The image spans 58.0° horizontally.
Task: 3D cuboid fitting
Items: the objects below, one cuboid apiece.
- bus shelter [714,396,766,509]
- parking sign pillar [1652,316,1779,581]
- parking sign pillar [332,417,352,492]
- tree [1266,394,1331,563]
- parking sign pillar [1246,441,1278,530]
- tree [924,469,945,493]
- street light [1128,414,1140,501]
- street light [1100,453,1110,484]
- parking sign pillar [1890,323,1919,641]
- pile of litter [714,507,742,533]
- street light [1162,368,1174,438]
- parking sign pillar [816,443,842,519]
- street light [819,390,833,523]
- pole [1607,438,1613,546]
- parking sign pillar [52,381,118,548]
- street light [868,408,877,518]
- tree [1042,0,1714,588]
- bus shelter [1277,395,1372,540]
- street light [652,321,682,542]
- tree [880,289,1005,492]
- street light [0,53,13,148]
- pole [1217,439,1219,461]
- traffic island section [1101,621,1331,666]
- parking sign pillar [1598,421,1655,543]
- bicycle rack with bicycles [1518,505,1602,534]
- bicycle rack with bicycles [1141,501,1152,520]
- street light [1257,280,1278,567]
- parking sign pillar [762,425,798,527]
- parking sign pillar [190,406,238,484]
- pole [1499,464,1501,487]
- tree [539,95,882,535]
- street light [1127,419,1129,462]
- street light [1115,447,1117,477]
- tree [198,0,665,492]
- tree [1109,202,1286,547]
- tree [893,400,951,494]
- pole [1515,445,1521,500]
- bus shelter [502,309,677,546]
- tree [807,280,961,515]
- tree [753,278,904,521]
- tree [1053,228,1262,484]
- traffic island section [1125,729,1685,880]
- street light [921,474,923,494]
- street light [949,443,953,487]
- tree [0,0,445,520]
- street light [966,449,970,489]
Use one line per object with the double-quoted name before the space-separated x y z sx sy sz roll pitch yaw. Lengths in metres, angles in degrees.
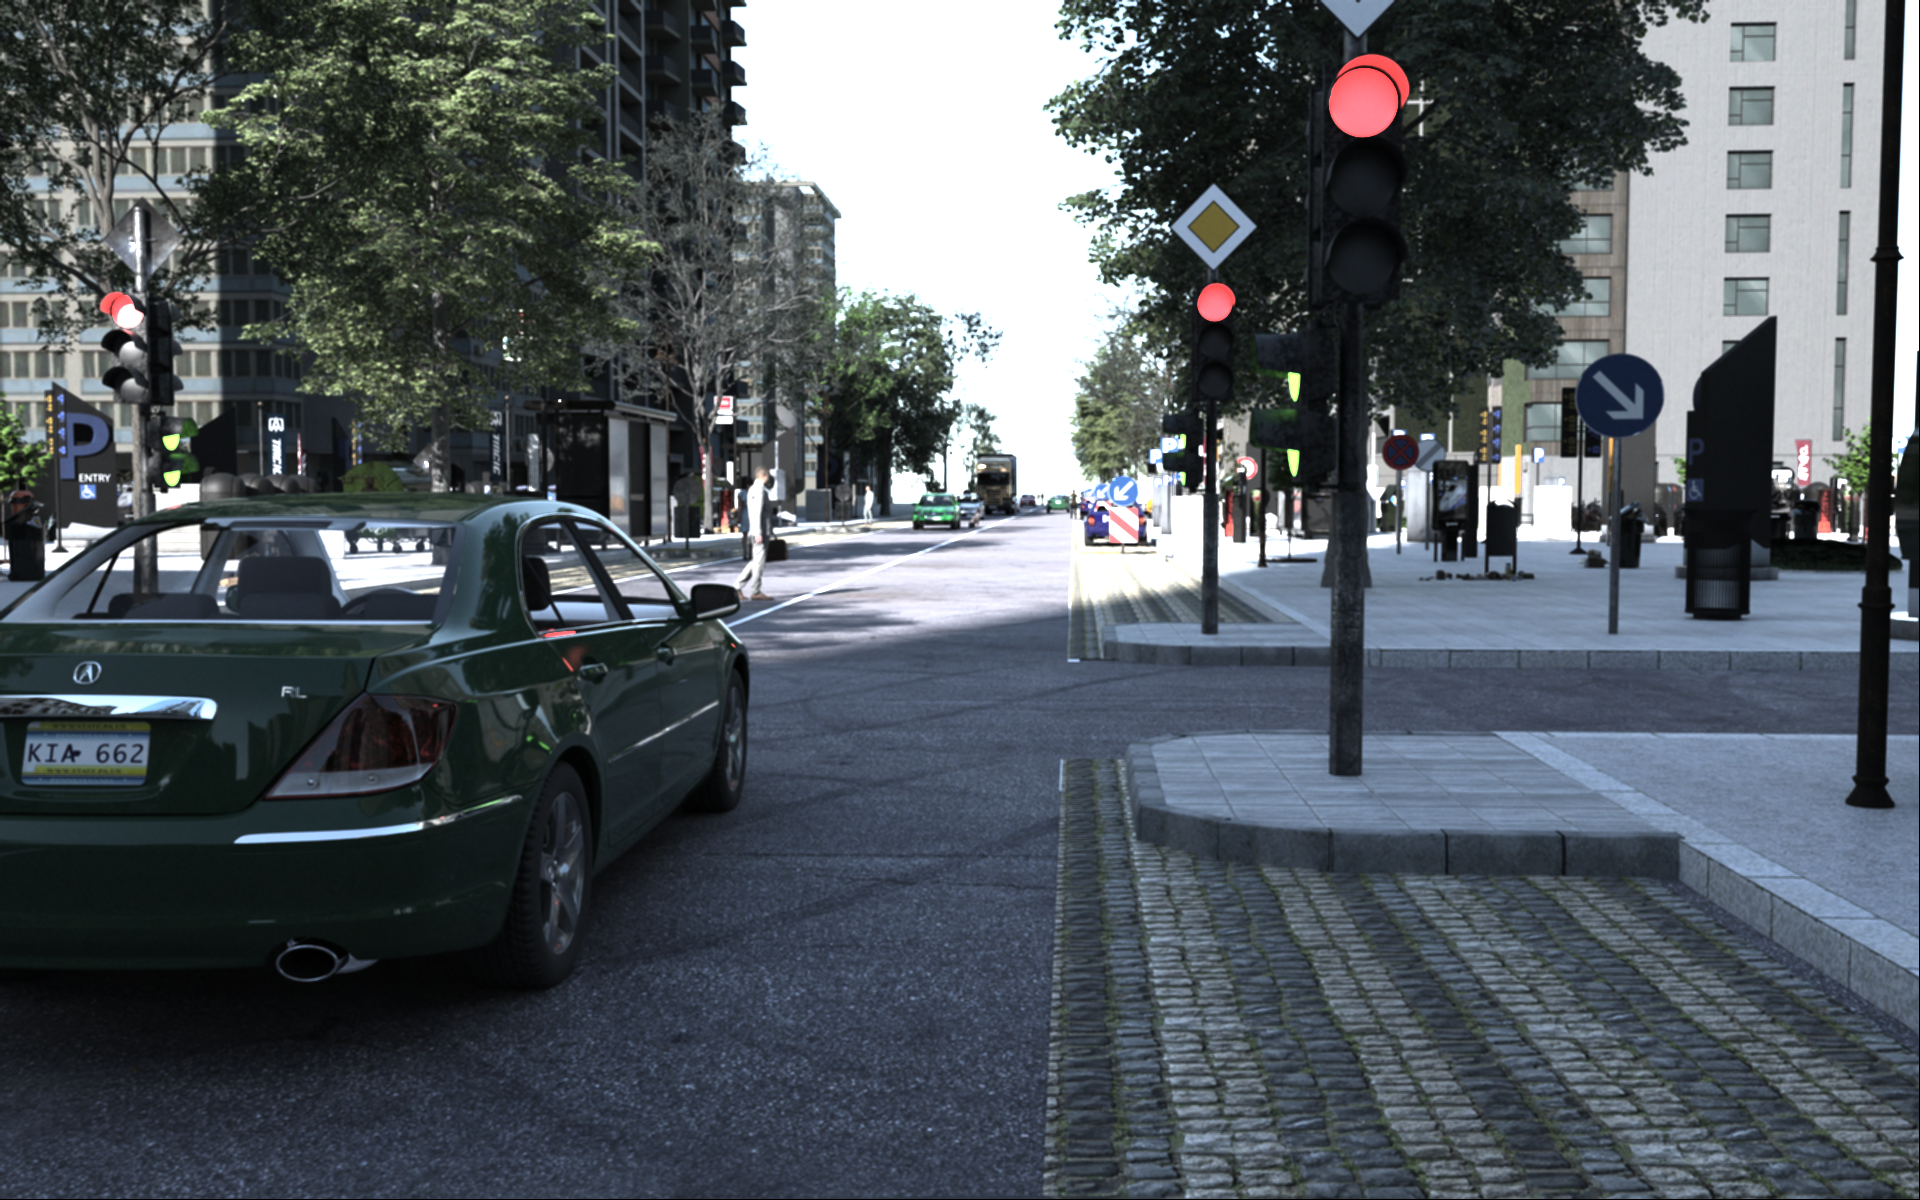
"bus shelter" -8.786 -5.861 73.464 2.179 5.291 8.768 0 4 4
"parking sign pillar" 11.659 -2.310 26.235 1.447 3.967 1.447 -1 4 -20
"parking sign pillar" -21.760 -4.463 61.435 1.447 3.967 1.447 0 4 4
"tree" 6.180 -2.331 32.714 1.663 3.219 1.824 0 3 0
"parking sign pillar" 10.866 -4.482 61.746 1.447 3.967 1.447 2 4 23
"tree" -2.151 -8.444 132.660 1.663 3.219 1.824 0 3 0
"street light" 9.192 -7.187 90.295 0.468 5.910 1.993 0 4 4
"street light" 15.926 -13.287 190.036 0.468 5.910 1.993 0 4 4
"parking sign pillar" 8.959 -1.644 15.352 1.447 3.967 1.447 -3 4 -38
"pile of litter" -7.751 -2.659 57.440 1.176 0.858 1.719 0 4 -8
"street light" 7.215 -5.327 59.882 0.468 5.910 1.993 0 4 4
"parking sign pillar" -6.870 -6.264 90.892 1.447 3.967 1.447 1 4 9
"street light" -5.851 -6.316 76.046 0.468 5.910 1.993 0 4 4
"pole" 16.037 -2.983 42.613 0.158 3.312 0.155 0 3 0
"parking sign pillar" -21.114 -3.263 41.819 1.447 3.967 1.447 -2 4 -34
"street light" -4.763 -7.365 93.208 0.468 5.910 1.993 0 4 4
"tree" 5.307 -7.154 23.622 9.857 13.997 8.962 0 3 0
"bus shelter" 10.715 -4.586 52.612 2.179 5.291 8.768 0 4 4
"street light" -7.819 -4.501 46.385 0.468 5.910 1.993 0 4 4
"tree" -2.530 -18.640 160.658 12.611 20.169 13.585 0 3 0
"street light" -9.836 -2.693 16.819 0.468 5.910 1.993 0 4 4
"pole" 9.550 -4.336 64.742 0.158 3.312 0.155 0 3 0
"traffic island section" 2.314 0.390 15.904 2.009 0.180 2.903 0 4 4
"parking sign pillar" 17.798 -3.523 46.075 1.447 3.967 1.447 2 4 25
"bicycle rack with bicycles" 19.710 -2.671 57.058 2.852 0.926 2.925 -1 4 -18
"bicycle rack with bicycles" 9.970 -4.320 84.014 2.925 0.926 2.852 -1 4 -22
"street light" 5.323 -3.518 30.307 0.468 5.910 1.993 0 4 4
"parking sign pillar" -7.093 -4.858 67.904 1.447 3.967 1.447 0 4 0
"parking sign pillar" -22.760 -3.939 52.876 1.447 3.967 1.447 -1 4 -20
"pole" 27.978 -5.858 89.627 0.158 3.312 0.155 0 3 0
"tree" -7.952 -8.794 54.157 12.009 13.543 11.850 0 3 0
"street light" 10.386 -8.196 106.793 0.468 5.910 1.993 0 4 4
"street light" 12.413 -10.046 137.037 0.468 5.910 1.993 0 4 4
"tree" -9.164 -6.879 30.598 7.486 12.596 7.792 0 3 0
"tree" 5.990 -5.570 41.430 4.360 8.622 3.978 0 3 0
"tree" -2.672 -10.821 127.281 4.360 8.622 3.978 0 3 0
"pole" 23.125 -4.770 71.839 0.158 3.312 0.155 0 3 0
"bus shelter" -8.635 -3.825 40.165 2.179 5.291 8.768 0 4 4
"tree" -4.463 -12.123 104.868 9.857 13.997 8.962 0 3 0
"tree" -6.464 -9.635 83.280 9.928 11.665 9.643 0 3 0
"tree" 9.411 -10.285 78.536 12.009 13.543 11.850 0 3 0
"traffic island section" 1.787 0.877 7.936 2.009 0.180 2.903 0 4 4
"street light" -2.703 -9.215 123.456 0.468 5.910 1.993 0 4 4
"street light" -0.781 -11.024 153.029 0.468 5.910 1.993 0 4 4
"tree" -10.436 -5.378 22.342 8.767 10.594 7.601 1 4 8
"street light" 0.771 -12.439 176.169 0.468 5.910 1.993 0 4 4
